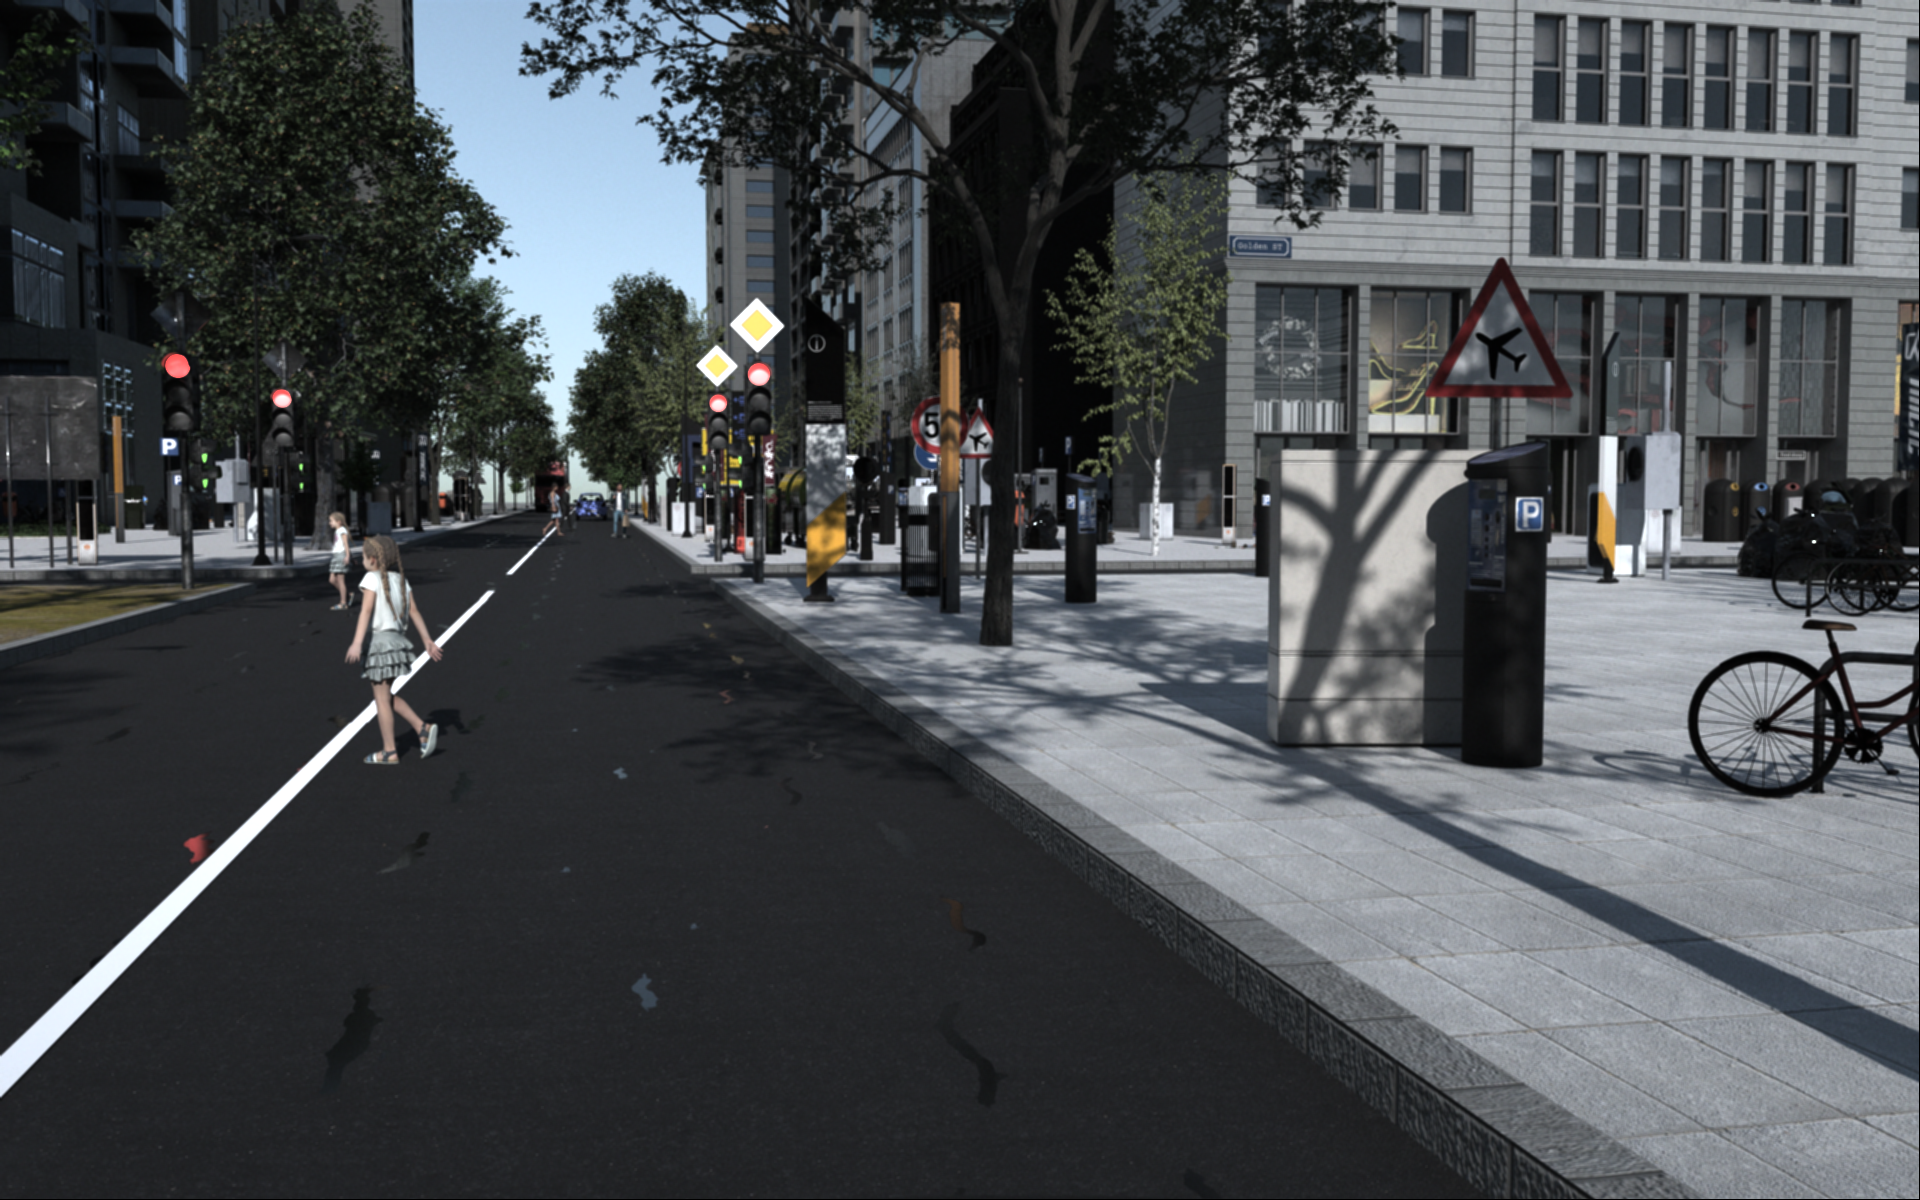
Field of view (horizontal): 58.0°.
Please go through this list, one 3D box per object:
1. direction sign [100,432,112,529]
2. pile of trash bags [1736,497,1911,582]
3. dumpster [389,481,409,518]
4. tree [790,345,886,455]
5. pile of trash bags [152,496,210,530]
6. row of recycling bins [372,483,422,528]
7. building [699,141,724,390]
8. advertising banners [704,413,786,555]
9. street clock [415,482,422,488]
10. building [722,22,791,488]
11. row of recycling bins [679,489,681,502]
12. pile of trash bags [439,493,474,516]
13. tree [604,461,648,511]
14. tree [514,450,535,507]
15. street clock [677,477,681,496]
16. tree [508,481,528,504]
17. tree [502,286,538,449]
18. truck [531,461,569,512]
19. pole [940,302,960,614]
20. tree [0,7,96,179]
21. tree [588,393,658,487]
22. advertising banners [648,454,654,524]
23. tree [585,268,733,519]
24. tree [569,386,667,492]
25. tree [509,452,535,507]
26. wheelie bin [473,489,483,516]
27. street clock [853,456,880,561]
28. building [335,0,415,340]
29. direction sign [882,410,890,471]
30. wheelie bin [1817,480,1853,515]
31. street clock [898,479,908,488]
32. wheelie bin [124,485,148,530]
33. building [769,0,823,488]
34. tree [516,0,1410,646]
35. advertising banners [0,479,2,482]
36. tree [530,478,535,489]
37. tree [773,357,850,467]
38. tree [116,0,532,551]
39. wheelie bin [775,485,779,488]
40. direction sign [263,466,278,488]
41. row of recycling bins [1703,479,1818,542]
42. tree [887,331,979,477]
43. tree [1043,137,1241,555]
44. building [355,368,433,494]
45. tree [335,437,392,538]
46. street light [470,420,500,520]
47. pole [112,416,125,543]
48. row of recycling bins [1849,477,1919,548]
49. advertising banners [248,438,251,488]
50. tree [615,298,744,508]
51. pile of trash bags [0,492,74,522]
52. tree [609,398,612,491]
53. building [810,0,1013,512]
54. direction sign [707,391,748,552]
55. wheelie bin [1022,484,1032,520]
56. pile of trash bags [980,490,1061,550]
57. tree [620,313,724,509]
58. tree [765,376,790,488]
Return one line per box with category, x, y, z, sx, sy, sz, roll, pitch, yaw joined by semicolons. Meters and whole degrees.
direction sign;-31.367;-4.375;63.528;0.379;3.537;0.876;-1;4;-12
pile of trash bags;13.690;-1.000;26.099;3.447;1.369;1.912;0;4;7
dumpster;-24.894;-4.366;77.148;1.264;1.857;1.865;-1;4;-12
tree;-5.453;-8.260;85.418;4.737;8.622;4.395;0;3;0
pile of trash bags;-27.688;-3.168;61.553;1.912;1.369;3.447;-2;4;-25
row of recycling bins;-22.411;-3.628;66.434;3.534;1.692;1.069;0;4;3
building;-22.757;-40.670;254.189;28.713;52.752;27.495;-1;4;-12
advertising banners;-4.614;-2.496;36.999;2.074;3.025;0.090;2;4;29
street clock;-26.051;-4.808;83.183;0.358;2.002;0.471;1;4;15
building;-20.292;-41.812;225.624;21.231;58.520;28.212;-1;4;-12
row of recycling bins;-15.809;-5.928;104.042;1.069;1.692;3.534;1;4;16
pile of trash bags;-29.612;-5.572;100.853;1.912;1.369;3.447;0;4;2
tree;-25.851;-9.204;134.206;4.285;4.588;4.351;0;3;0
tree;-42.688;-13.542;171.768;4.737;8.622;4.395;0;3;0
street clock;-12.273;-4.287;74.660;0.471;2.002;0.358;-3;5;-41
tree;-39.969;-9.877;156.093;1.663;3.219;1.824;0;3;0
tree;-21.622;-8.892;71.145;9.928;11.665;9.643;0;3;0
truck;-33.071;-9.261;140.336;2.839;4.237;11.283;-1;4;-11
pole;-0.107;-1.513;18.586;0.158;3.312;0.155;0;3;0
tree;-9.826;-5.349;13.212;9.928;11.665;9.643;0;3;0
tree;-39.110;-17.085;197.473;7.486;12.596;7.792;0;3;0
advertising banners;-13.492;-4.868;75.781;0.090;3.025;2.074;0;4;-4
tree;-15.800;-10.460;88.025;9.611;12.733;9.660;0;3;0
tree;-31.293;-15.490;159.916;9.857;13.997;8.962;0;3;0
tree;-44.410;-13.934;178.188;4.360;8.622;3.978;0;3;0
wheelie bin;-29.001;-5.847;103.504;0.980;1.594;0.693;-3;5;-42
street clock;-1.808;-1.766;33.450;0.471;2.002;0.358;1;4;22
building;-81.367;-48.526;231.649;20.563;71.187;20.611;-1;4;-12
direction sign;-2.019;-3.378;47.233;0.379;3.537;0.876;1;4;11
wheelie bin;20.113;-1.953;39.835;0.693;1.594;0.980;1;4;14
street clock;-2.695;-4.720;81.737;0.358;2.002;0.471;-3;4;-38
wheelie bin;-29.956;-3.359;62.834;0.980;1.594;0.693;-1;4;-13
building;-6.609;-44.114;159.522;20.563;71.187;20.611;-1;4;-12
tree;0.261;-4.871;14.060;8.767;10.594;7.601;0;4;4
advertising banners;-21.358;-2.484;36.797;2.074;3.025;0.090;-1;4;-17
tree;-53.323;-14.582;222.129;4.285;4.588;4.351;0;3;0
tree;-8.241;-8.811;94.429;4.360;8.622;3.978;0;3;0
tree;-14.531;-7.492;39.507;9.611;12.733;9.660;0;3;0
wheelie bin;-6.542;-3.379;63.155;0.693;1.594;0.980;-3;4;-39
direction sign;-33.364;-5.613;83.770;0.876;3.537;0.379;1;4;17
row of recycling bins;21.707;-2.403;46.407;3.534;1.692;1.069;0;4;-1
tree;-1.431;-7.788;77.696;4.360;8.622;3.978;0;3;0
tree;4.025;-5.255;36.285;4.737;8.622;4.395;0;3;0
building;-79.148;-22.222;208.373;27.650;21.520;28.899;-1;4;-12
tree;-17.817;-3.475;51.418;1.663;3.219;1.824;0;3;0
street light;-23.472;-6.887;85.139;1.470;5.913;1.316;-1;4;-12
pole;-22.050;-3.152;45.385;0.158;3.312;0.155;0;3;0
row of recycling bins;23.018;-2.199;43.070;1.069;1.692;3.534;-1;4;-9
advertising banners;-21.132;-3.393;51.661;0.090;3.025;2.074;-1;4;-18
tree;-10.224;-6.952;64.027;4.737;8.622;4.395;0;3;0
pile of trash bags;-33.083;-3.179;61.731;1.912;1.369;3.447;0;4;-1
tree;-18.490;-9.204;100.850;4.737;8.622;4.395;0;3;0
building;0.390;-31.539;135.263;23.786;49.044;30.456;-1;4;-12
direction sign;-5.104;-2.820;38.101;0.876;3.537;0.379;0;4;-1
wheelie bin;2.150;-2.871;54.843;0.693;1.594;0.980;1;4;21
pile of trash bags;1.378;-1.925;41.232;1.912;1.369;3.447;0;4;-1
tree;-11.722;-7.378;70.993;4.360;8.622;3.978;0;3;0
tree;-12.227;-9.524;106.080;4.737;8.622;4.395;0;3;0
